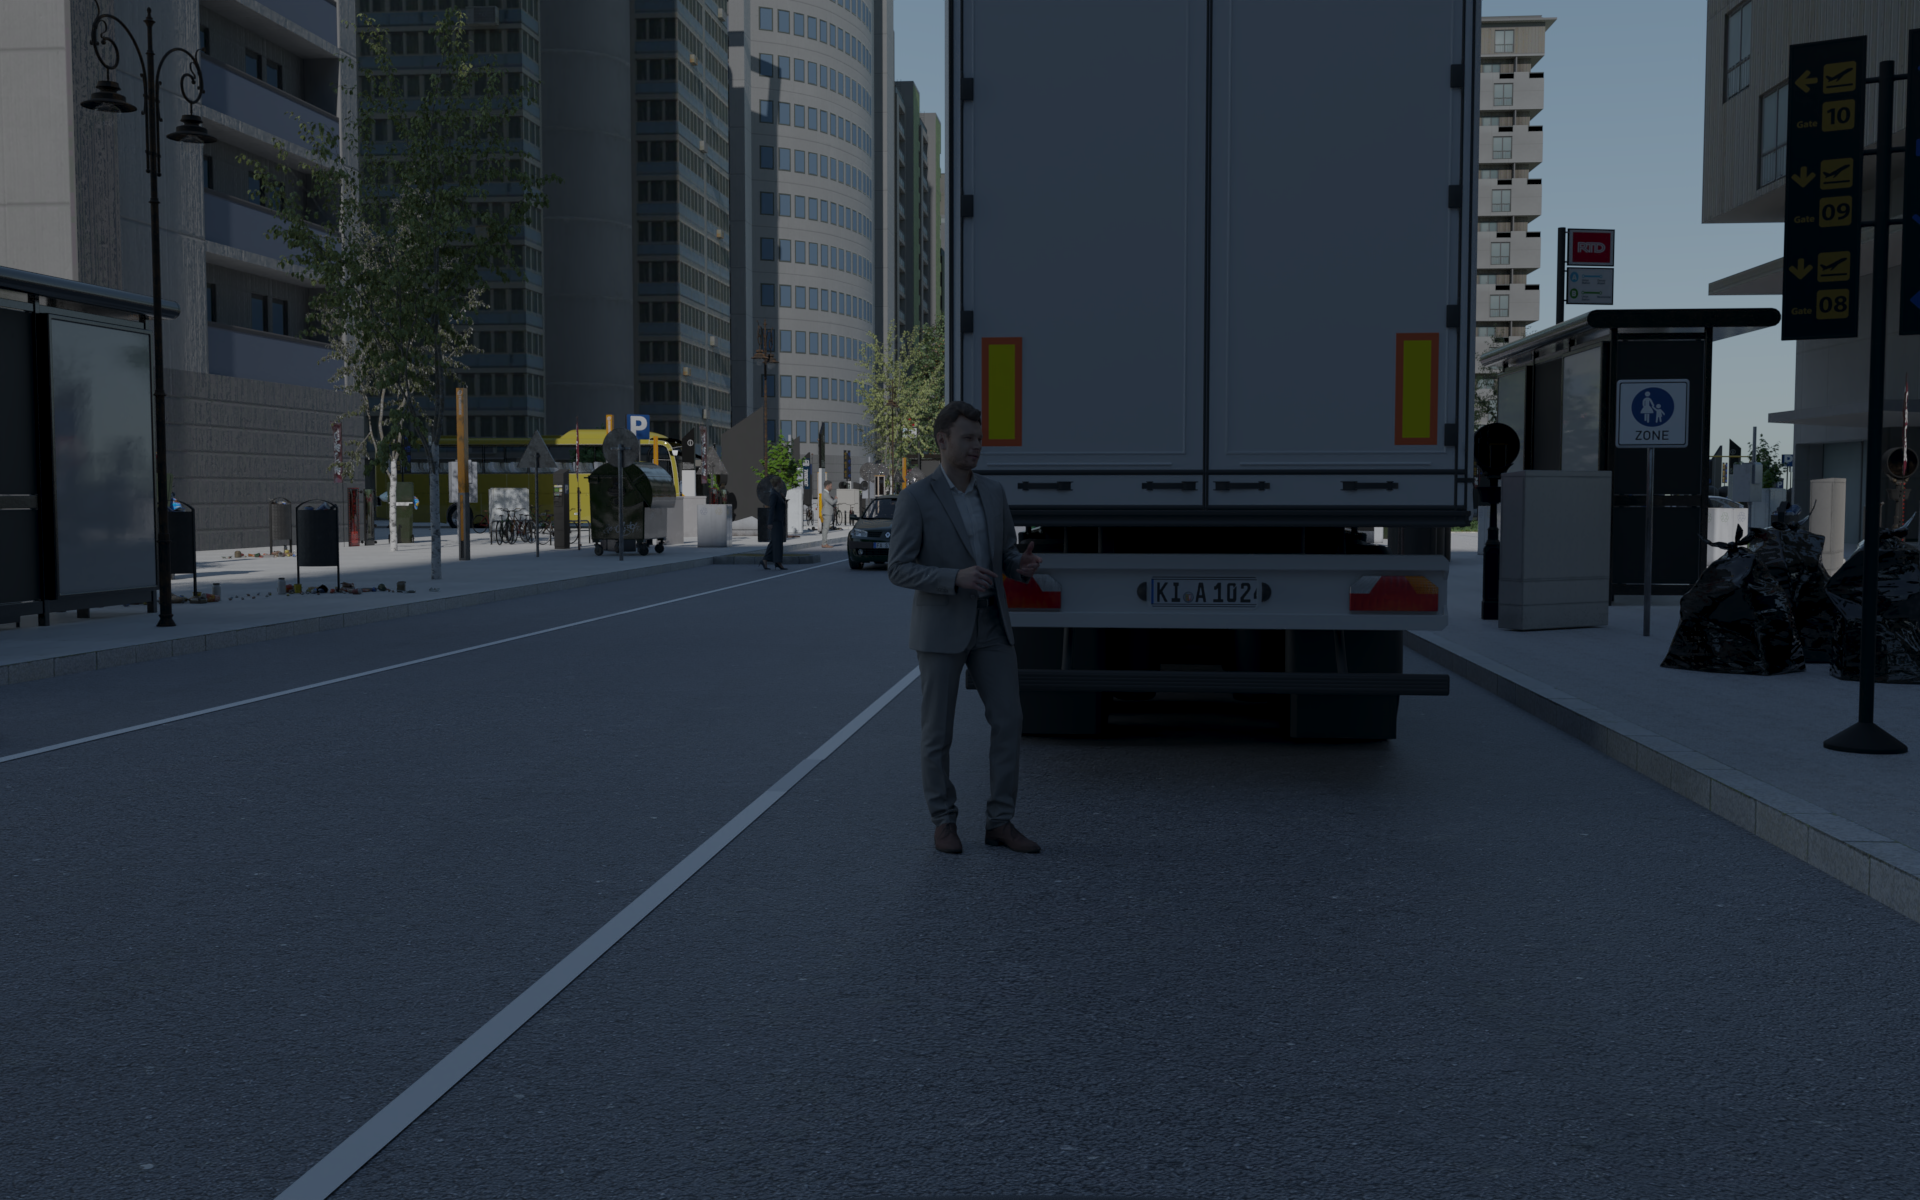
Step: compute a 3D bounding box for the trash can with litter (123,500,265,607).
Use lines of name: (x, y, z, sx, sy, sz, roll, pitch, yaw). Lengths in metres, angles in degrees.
trash can with litter: (-9.685, -0.577, 20.498, 2.233, 1.210, 1.678, 0, 4, -4)

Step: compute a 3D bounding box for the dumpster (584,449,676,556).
dumpster: (-6.978, -2.087, 36.624, 1.502, 2.255, 1.985, 0, 4, 5)

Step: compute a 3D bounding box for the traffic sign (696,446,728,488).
traffic sign: (-6.656, -2.845, 46.514, 0.884, 2.594, 0.081, 0, 4, 6)

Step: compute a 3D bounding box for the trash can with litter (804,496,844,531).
trash can with litter: (-4.920, -3.082, 61.447, 1.678, 1.210, 2.233, 2, 4, 27)

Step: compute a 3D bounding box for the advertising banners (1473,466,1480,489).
advertising banners: (25.652, -5.623, 88.127, 0.090, 3.025, 2.074, -3, 4, -38)

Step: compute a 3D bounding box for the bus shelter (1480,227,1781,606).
bus shelter: (8.585, -2.827, 23.857, 2.179, 5.291, 8.768, 0, 4, 5)

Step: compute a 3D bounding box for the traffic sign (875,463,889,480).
traffic sign: (-3.307, -4.349, 71.219, 0.768, 2.556, 0.104, 1, 4, 10)

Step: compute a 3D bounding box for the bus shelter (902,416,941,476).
bus shelter: (-1.639, -6.996, 92.009, 2.179, 5.291, 8.768, 0, 4, 6)

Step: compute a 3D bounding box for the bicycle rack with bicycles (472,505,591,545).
bicycle rack with bicycles: (-10.912, -1.887, 44.239, 2.852, 0.926, 2.925, 1, 4, 22)

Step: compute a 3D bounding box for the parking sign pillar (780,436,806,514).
parking sign pillar: (-8.043, -5.606, 80.123, 1.447, 3.967, 1.447, 0, 4, -2)

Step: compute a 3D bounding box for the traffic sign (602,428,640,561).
traffic sign: (-6.527, -2.031, 33.308, 0.768, 2.556, 0.104, 1, 4, 12)

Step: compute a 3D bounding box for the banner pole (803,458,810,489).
banner pole: (-9.283, -7.111, 106.280, 0.863, 3.779, 0.401, -1, 4, -12)

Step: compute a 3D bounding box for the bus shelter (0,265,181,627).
bus shelter: (-9.880, -2.250, 14.412, 2.179, 5.291, 8.768, 0, 4, 5)

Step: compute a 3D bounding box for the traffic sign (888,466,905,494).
traffic sign: (-2.979, -4.904, 80.178, 0.884, 2.594, 0.081, 1, 4, 11)

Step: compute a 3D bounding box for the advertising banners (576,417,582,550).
advertising banners: (-8.758, -2.665, 39.755, 0.090, 3.025, 2.074, -1, 4, -11)

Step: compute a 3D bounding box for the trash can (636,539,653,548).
trash can: (-7.682, -1.830, 41.570, 0.748, 1.137, 0.748, 0, 3, 0)

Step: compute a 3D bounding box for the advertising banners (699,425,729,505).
advertising banners: (-6.387, -2.983, 44.966, 0.090, 3.025, 2.074, 1, 4, 12)

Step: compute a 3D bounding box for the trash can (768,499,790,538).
trash can: (-5.092, -2.234, 48.185, 0.748, 1.137, 0.748, 0, 3, 0)

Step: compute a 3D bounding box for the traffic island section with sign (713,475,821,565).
traffic island section with sign: (-3.980, -1.686, 36.195, 1.989, 1.847, 2.006, 0, 4, 5)

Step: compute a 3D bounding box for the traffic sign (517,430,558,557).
traffic sign: (-8.572, -2.145, 35.082, 0.884, 2.594, 0.081, 1, 4, 11)

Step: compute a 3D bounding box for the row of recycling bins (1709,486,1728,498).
row of recycling bins: (37.771, -4.849, 86.392, 3.534, 1.692, 1.069, -1, 4, -16)

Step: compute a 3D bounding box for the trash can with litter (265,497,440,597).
trash can with litter: (-7.937, -0.696, 22.435, 2.233, 1.210, 1.678, 0, 4, -8)

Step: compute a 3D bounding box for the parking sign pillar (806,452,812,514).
parking sign pillar: (-10.088, -7.547, 111.862, 1.447, 3.967, 1.447, 3, 4, 39)

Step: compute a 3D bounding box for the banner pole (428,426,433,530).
banner pole: (-18.856, -4.392, 61.831, 0.401, 3.779, 0.863, 0, 4, -2)

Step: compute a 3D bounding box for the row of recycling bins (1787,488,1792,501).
row of recycling bins: (50.071, -5.775, 101.535, 3.534, 1.692, 1.069, -1, 4, -17)

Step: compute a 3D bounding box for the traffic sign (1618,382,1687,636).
traffic sign: (6.194, -0.821, 15.560, 0.606, 2.300, 0.079, 1, 4, 12)

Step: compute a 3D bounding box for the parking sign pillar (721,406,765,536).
parking sign pillar: (-6.644, -3.957, 53.165, 1.447, 3.967, 1.447, 0, 4, 0)

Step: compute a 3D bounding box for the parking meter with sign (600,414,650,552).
parking meter with sign: (-7.551, -2.594, 38.668, 0.543, 3.016, 1.738, -3, 4, -36)

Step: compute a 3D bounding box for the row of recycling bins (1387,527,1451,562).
row of recycling bins: (8.677, -1.553, 32.508, 1.069, 1.692, 3.534, 1, 4, 21)

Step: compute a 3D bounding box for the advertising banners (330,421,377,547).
advertising banners: (-14.803, -2.819, 42.275, 0.090, 3.025, 2.074, 1, 4, 9)

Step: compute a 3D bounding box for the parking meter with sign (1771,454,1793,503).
parking meter with sign: (36.058, -4.913, 76.583, 0.543, 3.016, 1.738, 0, 4, -8)

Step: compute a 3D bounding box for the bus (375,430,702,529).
bus: (-16.152, -4.610, 66.923, 12.252, 3.916, 2.896, 0, 4, 4)

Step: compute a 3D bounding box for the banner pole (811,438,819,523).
banner pole: (-6.258, -5.357, 77.604, 0.401, 3.779, 0.863, -1, 4, -21)

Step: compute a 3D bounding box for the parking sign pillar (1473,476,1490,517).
parking sign pillar: (28.745, -6.569, 95.882, 1.447, 3.967, 1.447, 0, 4, -1)

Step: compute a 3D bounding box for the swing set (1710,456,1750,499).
swing set: (31.026, -4.476, 70.796, 3.119, 2.851, 2.862, -1, 4, -12)

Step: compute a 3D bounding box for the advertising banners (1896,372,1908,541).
advertising banners: (13.274, -1.725, 24.388, 0.090, 3.025, 2.074, 2, 4, 30)

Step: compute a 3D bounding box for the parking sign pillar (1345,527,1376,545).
parking sign pillar: (8.591, -3.072, 38.706, 1.447, 3.967, 1.447, 0, 4, 1)

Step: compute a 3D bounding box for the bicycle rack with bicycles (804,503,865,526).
bicycle rack with bicycles: (-5.407, -3.482, 70.320, 2.852, 0.926, 2.925, 0, 4, -4)

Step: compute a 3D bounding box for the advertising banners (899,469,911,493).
advertising banners: (-4.244, -7.589, 120.261, 2.074, 3.025, 0.090, -2, 4, -25)

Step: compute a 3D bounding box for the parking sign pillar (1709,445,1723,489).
parking sign pillar: (41.509, -6.544, 95.462, 1.447, 3.967, 1.447, -3, 5, -44)

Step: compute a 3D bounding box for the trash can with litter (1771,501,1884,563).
trash can with litter: (8.404, -0.382, 17.305, 1.678, 1.210, 2.233, 2, 4, 33)
